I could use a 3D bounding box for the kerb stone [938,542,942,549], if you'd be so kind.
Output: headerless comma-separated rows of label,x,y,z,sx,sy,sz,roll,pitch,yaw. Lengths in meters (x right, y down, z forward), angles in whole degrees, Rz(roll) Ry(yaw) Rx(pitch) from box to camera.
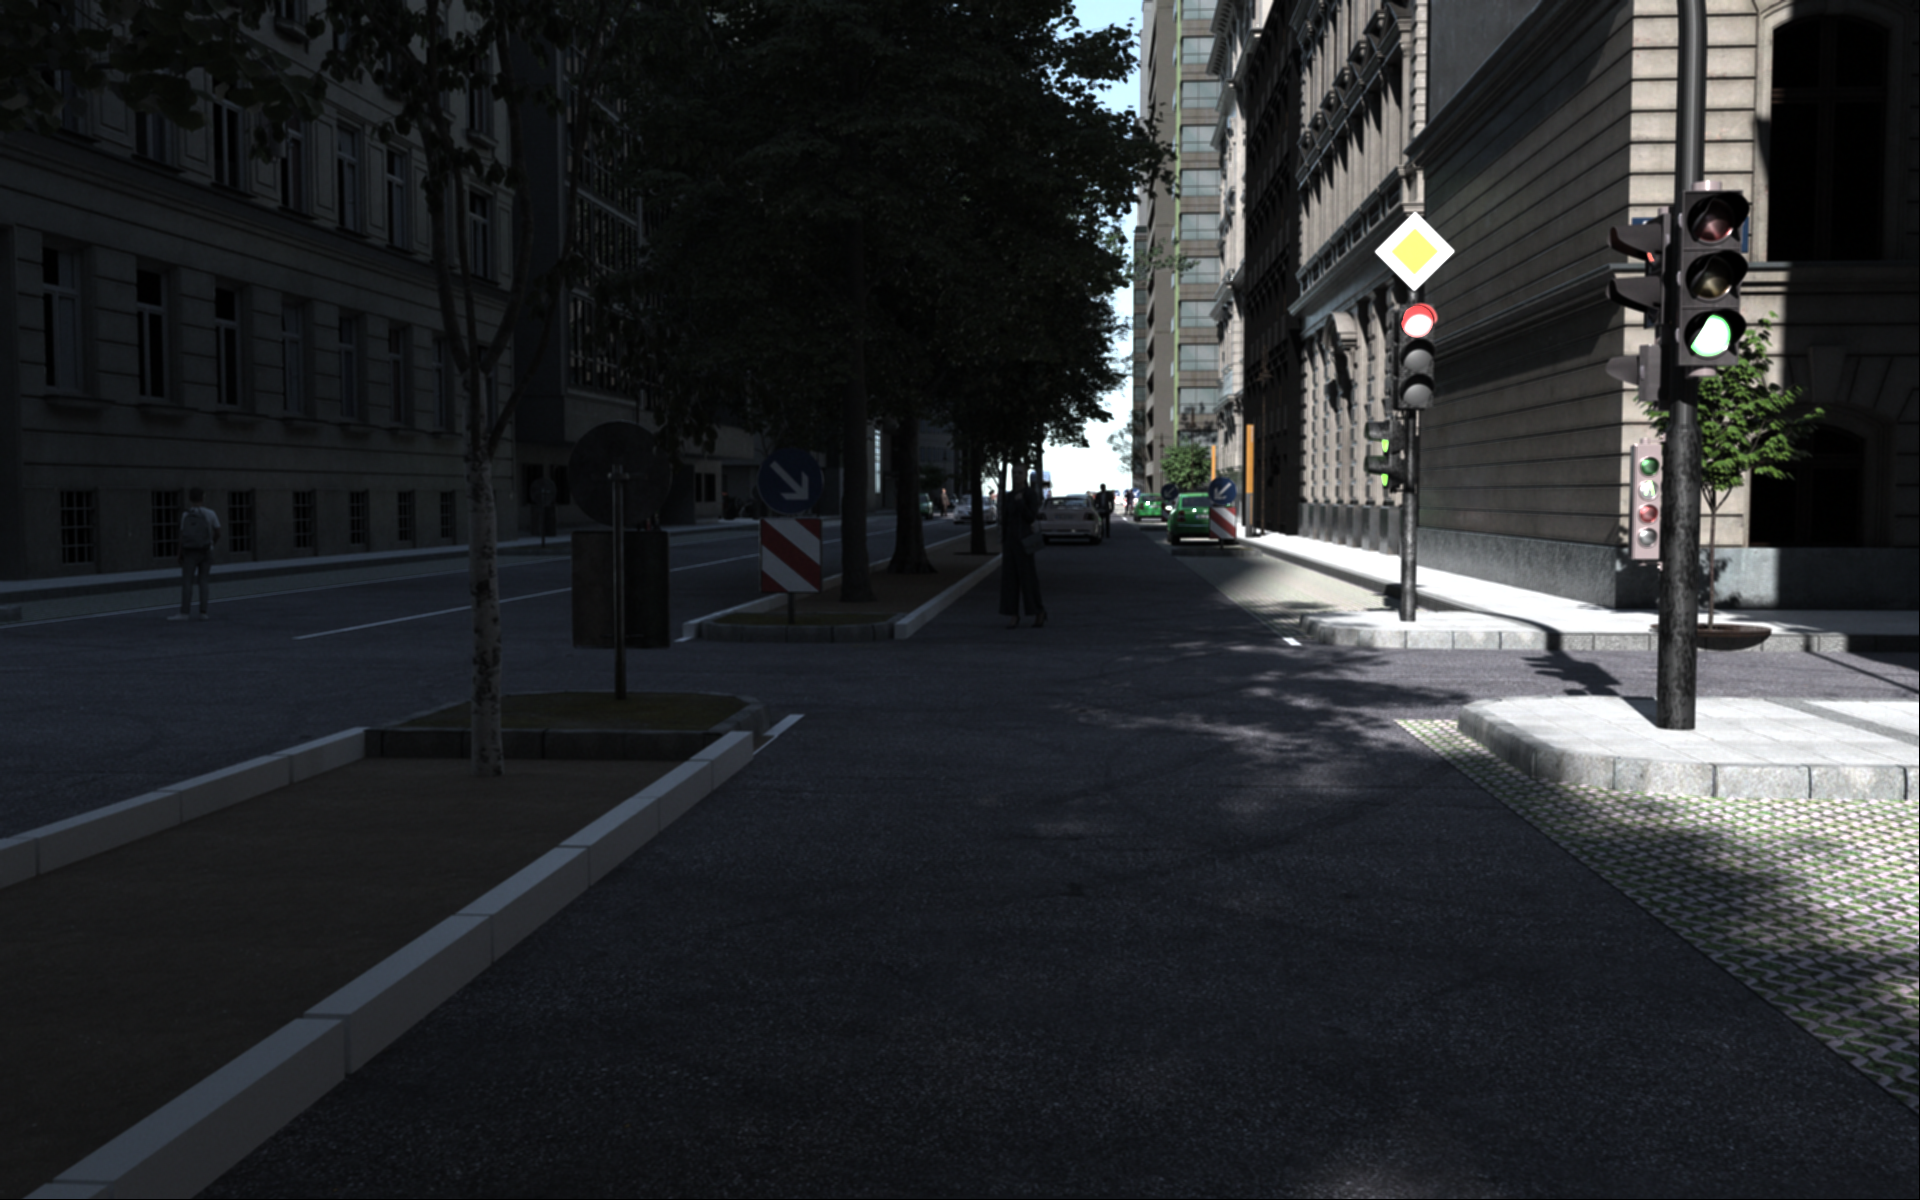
kerb stone,-0.640,-1.353,44.314,0.120,0.150,1.000,0,4,4

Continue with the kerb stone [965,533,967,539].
kerb stone,0.056,-1.916,53.526,0.120,0.150,1.000,0,4,4

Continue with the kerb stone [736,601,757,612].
kerb stone,-2.500,0.150,19.749,0.120,0.150,1.000,0,4,4

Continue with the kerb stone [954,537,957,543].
kerb stone,-0.255,-1.666,49.433,0.120,0.150,1.000,0,4,4

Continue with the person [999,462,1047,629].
person,0.652,-0.589,18.557,0.576,1.772,0.534,2,4,29

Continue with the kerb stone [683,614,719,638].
kerb stone,-2.657,0.277,17.702,0.120,0.150,1.000,0,4,4

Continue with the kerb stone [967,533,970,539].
kerb stone,0.130,-1.979,54.548,0.120,0.150,1.000,0,4,4

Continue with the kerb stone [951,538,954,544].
kerb stone,-0.334,-1.604,48.414,0.120,0.150,1.000,0,4,4

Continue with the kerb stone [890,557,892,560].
kerb stone,-1.417,-0.720,34.073,0.120,0.150,1.000,0,4,4

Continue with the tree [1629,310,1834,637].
tree,7.076,-1.302,15.896,1.663,3.219,1.824,0,3,0

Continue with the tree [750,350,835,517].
tree,-9.718,-9.404,88.174,8.767,10.594,7.601,-3,5,-43

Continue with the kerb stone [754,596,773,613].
kerb stone,-2.425,0.087,20.768,0.120,0.150,1.000,0,4,4

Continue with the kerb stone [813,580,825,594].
kerb stone,-2.112,-0.158,24.863,0.120,0.150,1.000,0,4,4

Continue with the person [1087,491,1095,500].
person,11.080,-8.540,148.843,1.217,1.735,0.721,-2,4,-28

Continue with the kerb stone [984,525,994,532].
kerb stone,1.139,-2.785,67.827,0.120,0.150,1.000,0,4,4

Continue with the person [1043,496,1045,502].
person,4.533,-5.599,100.056,0.705,1.823,1.348,-3,4,-36

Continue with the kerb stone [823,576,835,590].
kerb stone,-2.032,-0.226,25.888,0.120,0.150,1.000,0,4,4

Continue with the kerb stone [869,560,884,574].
kerb stone,-1.573,-0.601,32.023,0.120,0.150,1.000,0,4,4

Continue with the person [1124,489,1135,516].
person,11.048,-6.371,113.118,0.683,1.767,0.568,0,4,-2

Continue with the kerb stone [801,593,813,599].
kerb stone,-2.196,-0.100,23.834,0.120,0.150,1.000,0,4,4

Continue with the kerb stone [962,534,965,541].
kerb stone,-0.020,-1.848,52.508,0.120,0.150,1.000,0,4,4

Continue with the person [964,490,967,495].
person,0.620,-8.406,146.653,0.721,1.743,1.217,1,4,18

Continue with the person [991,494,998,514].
person,2.794,-7.006,123.763,1.217,1.743,0.721,1,4,11

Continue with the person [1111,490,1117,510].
person,13.505,-8.793,152.276,0.705,1.822,1.348,-1,4,-16

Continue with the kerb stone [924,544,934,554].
kerb stone,-0.791,-1.224,42.269,0.120,0.150,1.000,0,4,4

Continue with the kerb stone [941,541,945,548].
kerb stone,-0.562,-1.416,45.351,0.120,0.150,1.000,0,4,4

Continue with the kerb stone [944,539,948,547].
kerb stone,-0.489,-1.478,46.370,0.120,0.150,1.000,0,4,4

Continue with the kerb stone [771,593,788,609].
kerb stone,-2.342,0.024,21.795,0.120,0.150,1.000,0,4,4

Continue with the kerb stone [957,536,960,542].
kerb stone,-0.169,-1.729,50.468,0.120,0.150,1.000,0,4,4

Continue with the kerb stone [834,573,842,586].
kerb stone,-1.958,-0.287,26.908,0.120,0.150,1.000,0,4,4

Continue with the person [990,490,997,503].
person,2.725,-7.863,137.776,0.721,1.736,1.217,-2,4,-29

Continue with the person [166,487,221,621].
person,-8.671,-0.521,19.617,0.523,1.515,0.503,1,4,14

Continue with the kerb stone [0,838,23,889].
kerb stone,-3.540,0.993,5.957,0.120,0.150,1.000,0,4,4

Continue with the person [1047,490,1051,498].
person,6.471,-7.128,125.955,0.530,1.710,0.541,0,4,-4

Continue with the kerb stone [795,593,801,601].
kerb stone,-2.271,-0.036,22.815,0.120,0.150,1.000,0,4,4

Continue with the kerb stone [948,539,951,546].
kerb stone,-0.407,-1.538,47.395,0.120,0.150,1.000,0,4,4

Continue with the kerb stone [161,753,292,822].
kerb stone,-3.388,0.868,7.996,0.120,0.150,1.000,0,4,4

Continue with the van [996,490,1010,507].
van,4.847,-11.233,190.676,2.013,2.044,4.112,0,4,3

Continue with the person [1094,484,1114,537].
person,4.723,-2.932,56.837,0.661,1.777,0.834,0,4,-1

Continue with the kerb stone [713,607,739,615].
kerb stone,-2.581,0.212,18.726,0.120,0.150,1.000,0,4,4

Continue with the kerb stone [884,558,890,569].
kerb stone,-1.502,-0.661,33.048,0.120,0.150,1.000,0,4,4

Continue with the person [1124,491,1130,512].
person,13.590,-7.962,139.508,0.721,1.723,1.217,-2,4,-35

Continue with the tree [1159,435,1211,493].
tree,12.726,-6.933,97.070,4.285,4.588,4.351,0,3,0

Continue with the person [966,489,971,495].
person,0.769,-8.119,141.332,1.350,1.814,0.705,-2,4,-34

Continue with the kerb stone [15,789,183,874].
kerb stone,-3.462,0.933,6.976,0.120,0.150,1.000,0,4,4

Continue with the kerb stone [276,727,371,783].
kerb stone,-3.303,0.806,9.028,0.120,0.150,1.000,0,4,4

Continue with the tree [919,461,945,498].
tree,-3.031,-11.386,169.869,4.285,4.588,4.351,0,3,0

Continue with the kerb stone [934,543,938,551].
kerb stone,-0.715,-1.290,43.288,0.120,0.150,1.000,0,4,4

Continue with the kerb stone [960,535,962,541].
kerb stone,-0.100,-1.789,51.488,0.120,0.150,1.000,0,4,4

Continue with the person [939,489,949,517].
person,-0.978,-6.151,109.625,0.434,1.755,0.990,-3,4,-37
